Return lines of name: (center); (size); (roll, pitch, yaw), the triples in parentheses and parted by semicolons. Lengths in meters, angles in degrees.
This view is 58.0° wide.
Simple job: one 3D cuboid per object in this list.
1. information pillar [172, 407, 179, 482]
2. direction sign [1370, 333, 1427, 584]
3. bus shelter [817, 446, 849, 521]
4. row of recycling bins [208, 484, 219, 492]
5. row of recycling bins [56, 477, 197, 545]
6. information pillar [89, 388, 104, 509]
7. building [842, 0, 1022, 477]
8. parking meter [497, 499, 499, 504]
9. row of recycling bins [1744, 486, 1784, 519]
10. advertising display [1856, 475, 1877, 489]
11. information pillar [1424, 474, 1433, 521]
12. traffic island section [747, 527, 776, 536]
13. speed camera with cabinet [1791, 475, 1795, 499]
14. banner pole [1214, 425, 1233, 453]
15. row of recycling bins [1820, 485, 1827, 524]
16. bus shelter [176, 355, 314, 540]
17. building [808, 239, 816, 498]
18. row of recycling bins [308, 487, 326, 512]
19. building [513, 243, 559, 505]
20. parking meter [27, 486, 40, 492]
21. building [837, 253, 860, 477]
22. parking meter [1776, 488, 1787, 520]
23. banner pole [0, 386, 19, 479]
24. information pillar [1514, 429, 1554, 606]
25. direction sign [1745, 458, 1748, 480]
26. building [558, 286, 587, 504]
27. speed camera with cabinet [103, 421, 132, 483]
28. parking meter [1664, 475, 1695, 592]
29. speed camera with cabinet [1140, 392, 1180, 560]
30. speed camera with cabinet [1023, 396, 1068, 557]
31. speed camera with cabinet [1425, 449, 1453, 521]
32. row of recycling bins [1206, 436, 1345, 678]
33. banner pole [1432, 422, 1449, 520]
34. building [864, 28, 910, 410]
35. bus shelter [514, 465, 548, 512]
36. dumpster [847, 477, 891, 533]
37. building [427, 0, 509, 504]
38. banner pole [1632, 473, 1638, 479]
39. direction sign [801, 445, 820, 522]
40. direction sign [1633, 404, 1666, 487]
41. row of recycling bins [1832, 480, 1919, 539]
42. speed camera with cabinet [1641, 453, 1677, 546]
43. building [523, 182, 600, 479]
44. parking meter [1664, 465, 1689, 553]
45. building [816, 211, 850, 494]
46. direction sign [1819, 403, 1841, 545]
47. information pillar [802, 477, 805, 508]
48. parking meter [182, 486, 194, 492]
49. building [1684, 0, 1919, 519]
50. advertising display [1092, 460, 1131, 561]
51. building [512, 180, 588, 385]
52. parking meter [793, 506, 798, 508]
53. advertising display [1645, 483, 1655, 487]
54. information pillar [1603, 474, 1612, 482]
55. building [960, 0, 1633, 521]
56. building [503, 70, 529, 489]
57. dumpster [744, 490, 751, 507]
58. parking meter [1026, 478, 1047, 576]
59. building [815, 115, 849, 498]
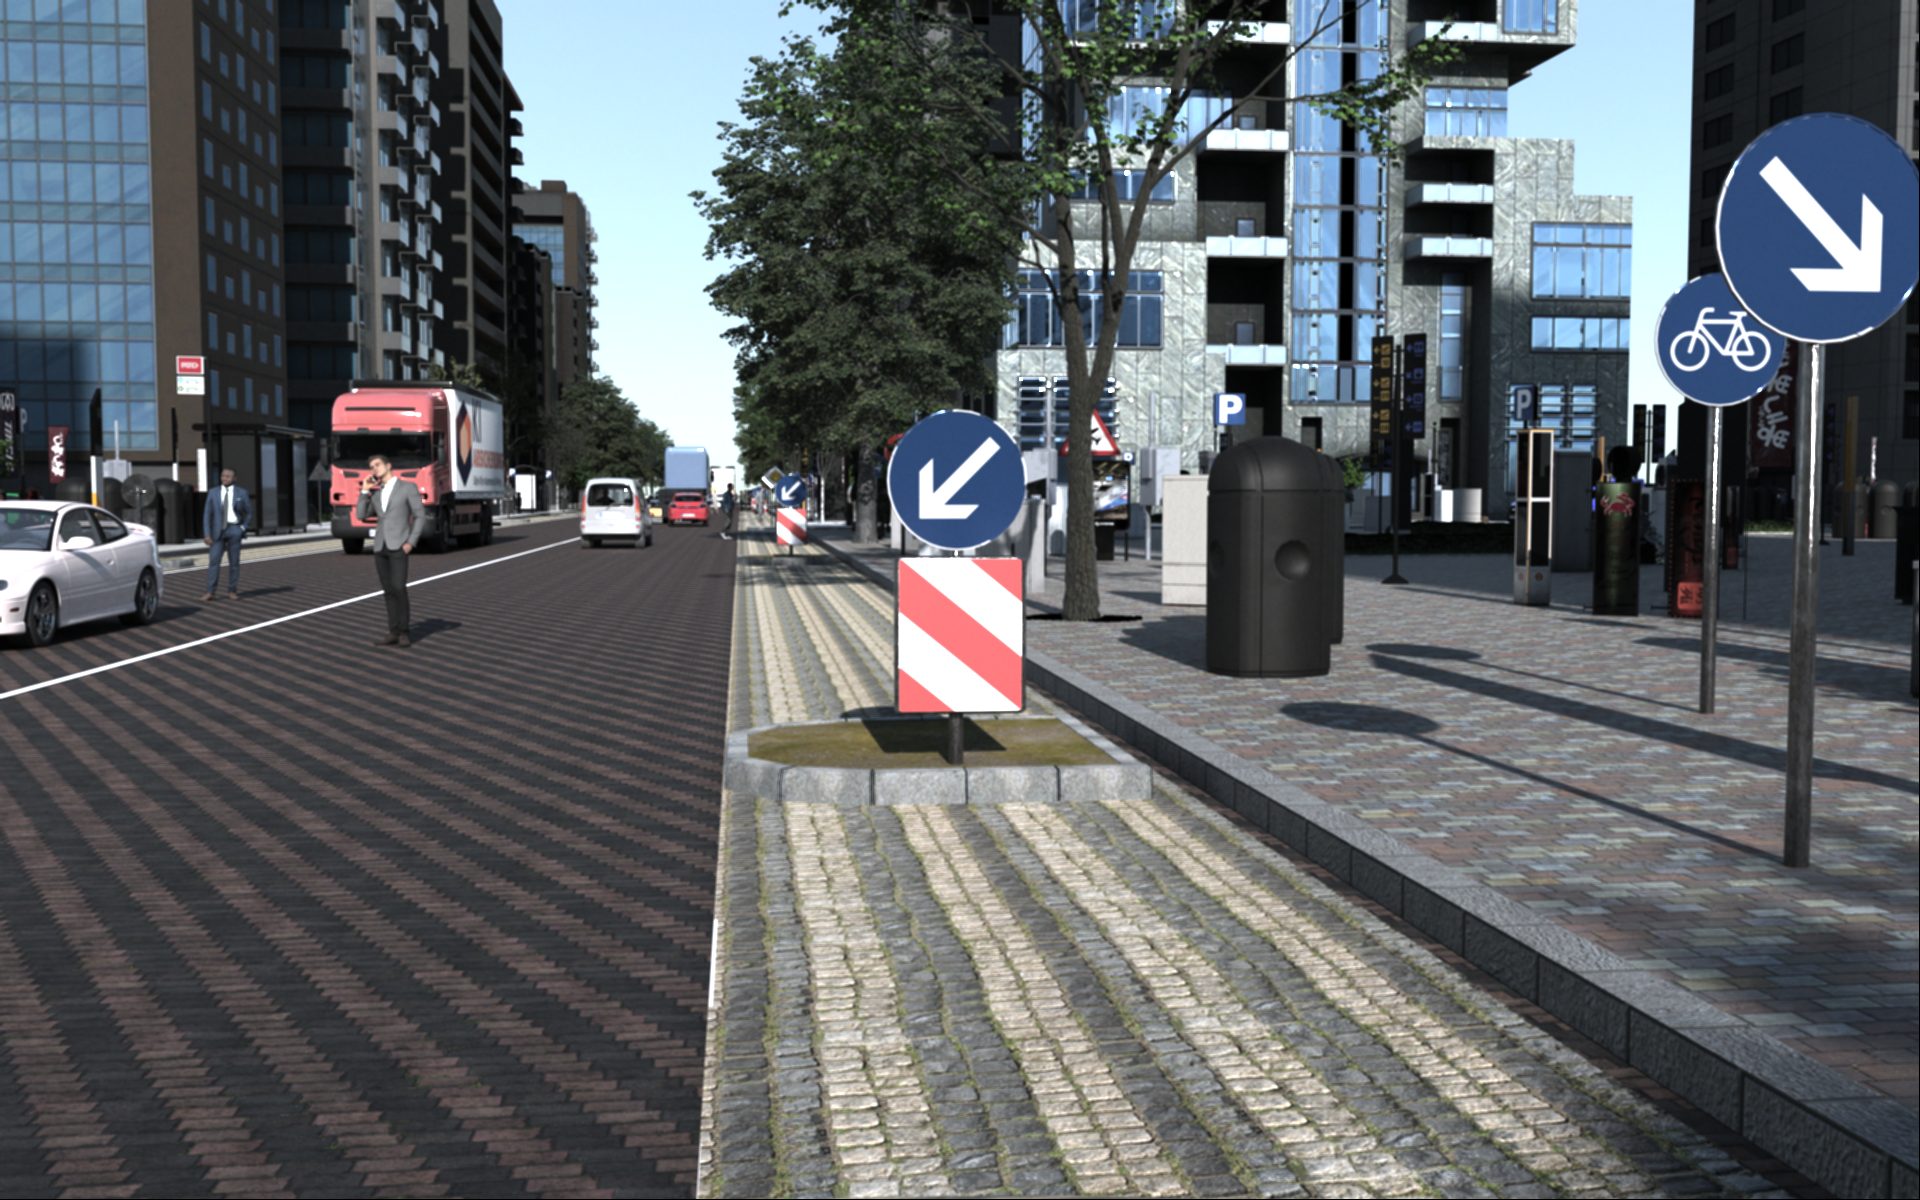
information pillar: (-21.218, -3.396, 46.873); (0.183, 3.616, 0.504); (-1, 4, -18)
direction sign: (6.246, -2.003, 24.754); (0.379, 3.537, 0.876); (-3, 5, -43)
bus shelter: (-6.431, -5.772, 85.653); (1.731, 3.624, 6.357); (0, 4, -7)
row of recycling bins: (-31.903, -3.978, 72.160); (3.534, 1.692, 1.069); (1, 4, 22)
row of recycling bins: (-20.778, -2.198, 43.051); (1.069, 1.692, 3.534); (1, 4, 21)
information pillar: (-18.931, -2.854, 38.015); (0.183, 3.616, 0.504); (0, 4, -7)
building: (2.481, -36.431, 184.884); (28.713, 52.752, 27.495); (0, 4, -7)
parking meter: (-29.017, -6.333, 109.259); (0.399, 1.863, 0.255); (3, 5, 40)
row of recycling bins: (39.750, -4.870, 86.732); (3.534, 1.692, 1.069); (-1, 4, -15)
advertising display: (31.034, -3.328, 59.626); (0.123, 1.923, 0.974); (-3, 4, -36)
information pillar: (17.226, -3.623, 63.727); (0.304, 2.012, 0.304); (1, 4, 14)
traffic island section: (-6.374, -2.318, 60.175); (2.009, 0.180, 2.903); (0, 4, -7)
speed camera with cabinet: (39.412, -5.281, 80.679); (2.038, 3.252, 0.660); (-3, 5, -44)
banner pole: (9.449, -4.442, 62.641); (0.863, 3.779, 0.401); (0, 4, -4)
row of recycling bins: (37.956, -4.120, 74.474); (3.534, 1.692, 1.069); (-3, 4, -38)
bus shelter: (-21.899, -4.605, 52.917); (2.179, 5.291, 8.768); (0, 4, -7)
building: (-18.636, -39.443, 295.000); (14.600, 45.320, 14.200); (0, 4, -7)
row of recycling bins: (-38.035, -5.712, 100.504); (3.534, 1.692, 1.069); (3, 4, 37)
building: (-54.012, -25.995, 196.720); (14.160, 30.474, 14.107); (0, 4, -7)
parking meter: (-30.797, -3.010, 57.620); (0.372, 1.533, 0.369); (0, 3, 0)
building: (-7.641, -26.515, 205.214); (14.160, 30.474, 14.107); (0, 4, -7)
parking meter: (36.025, -4.131, 75.957); (0.372, 1.533, 0.369); (0, 3, 0)
banner pole: (-19.542, -2.776, 35.409); (0.401, 3.779, 0.863); (1, 4, 11)
information pillar: (6.578, -0.940, 19.866); (0.304, 2.012, 0.304); (-1, 4, -12)
direction sign: (42.000, -6.194, 93.262); (0.876, 3.537, 0.379); (1, 4, 18)
building: (-58.684, -28.429, 236.507); (14.160, 30.474, 14.107); (0, 4, -7)
speed camera with cabinet: (-22.441, -3.242, 47.344); (0.660, 3.252, 2.038); (2, 4, 35)
parking meter: (9.446, -0.874, 22.707); (0.372, 1.533, 0.369); (0, 3, 0)
speed camera with cabinet: (4.158, -2.369, 33.068); (0.660, 3.252, 2.038); (-1, 4, -22)
speed camera with cabinet: (1.828, -2.542, 35.892); (0.660, 3.252, 2.038); (1, 4, 18)
speed camera with cabinet: (20.993, -4.987, 75.873); (0.660, 3.252, 2.038); (0, 4, -6)
row of recycling bins: (2.500, -0.402, 13.690); (1.069, 1.692, 3.534); (1, 4, 15)
banner pole: (16.587, -4.277, 59.942); (0.401, 3.779, 0.863); (-3, 4, -36)
building: (-1.601, -31.407, 163.621); (14.600, 45.320, 14.200); (0, 4, -7)
bus shelter: (-30.763, -7.937, 123.698); (2.014, 3.302, 5.546); (0, 4, -7)
dumpster: (-2.998, -3.423, 58.464); (1.502, 2.255, 1.985); (0, 4, -7)
building: (-51.404, -32.130, 149.030); (21.300, 48.544, 21.600); (0, 4, -7)
banner pole: (43.077, -7.381, 110.692); (0.401, 3.779, 0.863); (-1, 4, -10)
direction sign: (-6.926, -5.404, 80.345); (0.876, 3.537, 0.379); (0, 4, 1)
direction sign: (17.368, -3.163, 43.714); (0.876, 3.537, 0.379); (-1, 4, -10)
row of recycling bins: (26.908, -2.593, 49.508); (3.534, 1.692, 1.069); (1, 4, 10)
speed camera with cabinet: (17.198, -2.933, 42.284); (0.660, 3.252, 2.038); (0, 4, 6)
building: (-68.422, -39.883, 271.692); (23.786, 49.044, 30.456); (0, 4, -7)
parking meter: (14.234, -1.752, 34.364); (0.399, 1.863, 0.255); (0, 4, -8)
building: (-14.005, -34.820, 252.908); (14.154, 41.232, 14.086); (0, 4, -7)
direction sign: (21.783, -3.159, 43.655); (0.379, 3.537, 0.876); (0, 4, 1)
information pillar: (-8.680, -6.403, 96.044); (0.183, 3.616, 0.504); (0, 4, -8)
parking meter: (-24.757, -2.882, 55.536); (0.372, 1.533, 0.369); (0, 3, 0)
building: (53.240, -39.833, 89.519); (20.611, 71.187, 20.563); (0, 4, -7)
advertising display: (2.774, -1.712, 33.197); (0.974, 1.923, 0.123); (1, 4, 12)
building: (-61.465, -36.704, 250.220); (14.600, 45.320, 14.200); (0, 4, -7)
parking meter: (-9.741, -5.877, 101.805); (0.255, 1.863, 0.399); (2, 4, 35)
advertising display: (41.885, -6.114, 105.177); (0.974, 1.923, 0.123); (3, 5, 41)
information pillar: (23.832, -3.635, 63.926); (0.304, 2.012, 0.304); (-3, 5, -42)
building: (15.629, -47.431, 88.163); (31.000, 86.520, 22.319); (0, 4, -7)
building: (-55.803, -31.767, 174.018); (22.147, 44.769, 28.867); (0, 4, -7)
dumpster: (-21.702, -10.564, 180.934); (1.865, 1.857, 1.264); (0, 4, -6)
parking meter: (1.172, -1.149, 27.202); (0.372, 1.533, 0.369); (0, 3, 0)
building: (-12.416, -44.762, 273.858); (21.231, 58.520, 28.212); (0, 4, -7)
